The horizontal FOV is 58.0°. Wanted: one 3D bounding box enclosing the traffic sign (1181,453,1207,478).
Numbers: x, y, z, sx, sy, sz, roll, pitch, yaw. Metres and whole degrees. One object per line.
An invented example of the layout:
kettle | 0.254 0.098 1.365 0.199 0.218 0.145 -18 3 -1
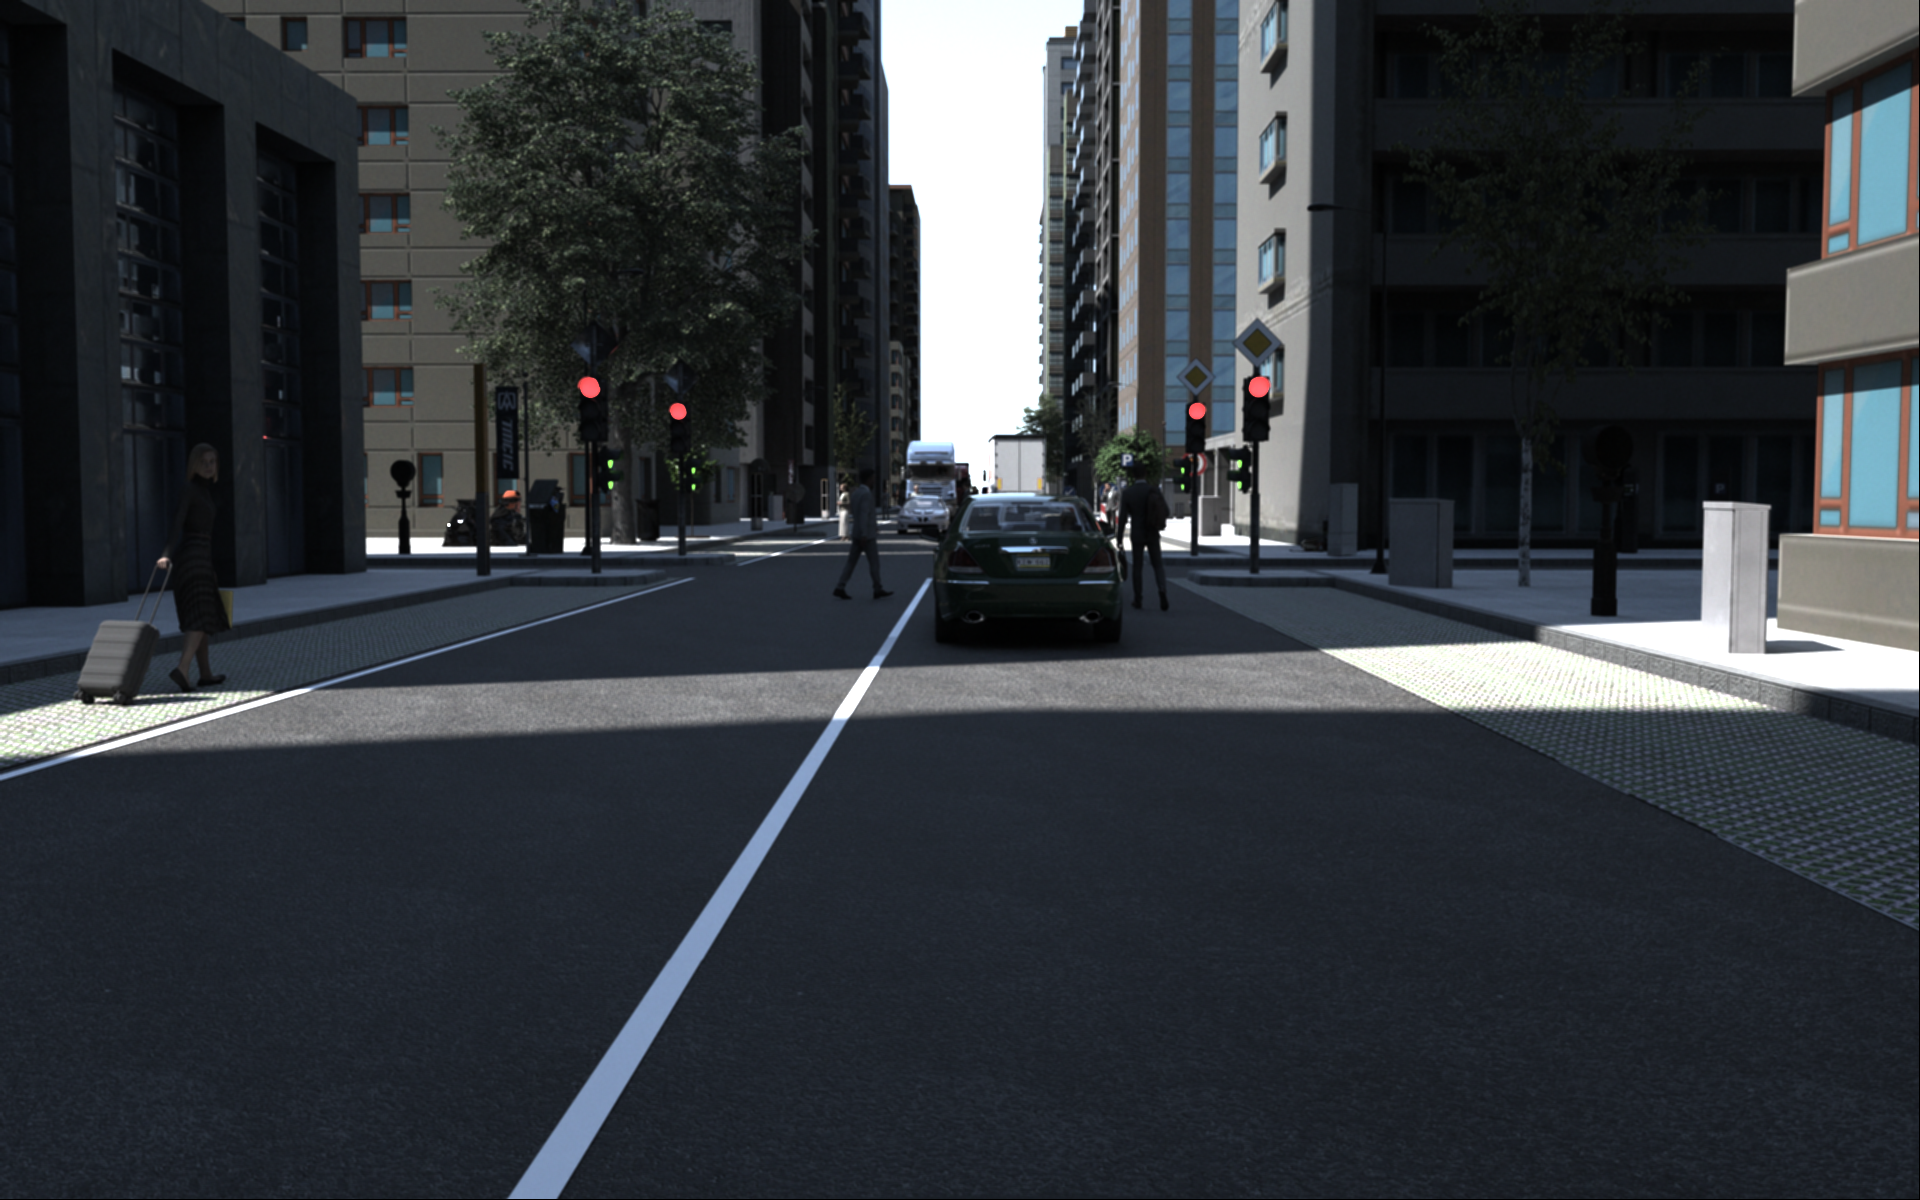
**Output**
traffic sign | 6.752 -3.057 50.084 0.768 2.556 0.104 0 4 2

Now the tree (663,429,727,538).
tree | -7.918 -3.420 50.513 1.663 3.219 1.824 0 3 0

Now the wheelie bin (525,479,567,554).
wheelie bin | -8.910 -1.796 37.273 0.980 1.594 0.693 2 4 29

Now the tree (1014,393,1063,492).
tree | 9.441 -16.852 193.662 7.486 12.596 7.792 0 3 0

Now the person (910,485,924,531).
person | -1.716 -3.523 66.592 0.782 1.767 0.515 0 4 1

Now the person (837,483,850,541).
person | -3.579 -2.691 53.045 0.362 1.759 0.519 -2 4 -31

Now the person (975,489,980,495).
person | 1.027 -5.218 94.645 0.643 1.720 0.563 1 4 18

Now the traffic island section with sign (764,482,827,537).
traffic island section with sign | -5.513 -3.032 58.206 1.989 1.847 2.006 0 4 1

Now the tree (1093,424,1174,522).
tree | 7.954 -5.818 78.835 4.285 4.588 4.351 0 3 0

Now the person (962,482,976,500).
person | 0.277 -2.990 57.343 0.822 1.834 0.622 0 4 -1

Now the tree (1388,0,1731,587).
tree | 8.069 -4.489 23.758 4.737 8.622 4.395 0 3 0

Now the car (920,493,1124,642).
car | 0.637 -0.391 18.197 2.131 1.459 4.920 0 4 -1

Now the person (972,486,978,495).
person | 0.873 -4.052 74.965 0.699 1.804 1.509 -3 4 -38

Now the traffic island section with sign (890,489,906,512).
traffic island section with sign | -4.434 -7.767 135.622 1.989 1.847 2.006 0 4 1

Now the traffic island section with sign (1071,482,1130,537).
traffic island section with sign | 4.872 -3.054 58.554 1.989 1.847 2.006 0 4 1

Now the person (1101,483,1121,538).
person | 4.896 -2.905 56.185 0.592 1.802 0.473 3 5 41

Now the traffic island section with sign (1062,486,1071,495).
traffic island section with sign | 5.244 -4.702 85.507 1.989 1.847 2.006 0 4 1

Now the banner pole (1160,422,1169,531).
banner pole | 7.077 -4.298 60.283 0.401 3.779 0.863 0 4 4

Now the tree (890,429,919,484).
tree | -6.103 -14.571 188.605 4.360 8.622 3.978 0 3 0

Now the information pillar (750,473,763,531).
information pillar | -7.154 -3.451 60.916 0.304 2.012 0.304 -3 5 -41

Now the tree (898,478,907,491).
tree | -6.060 -11.623 184.635 1.663 3.219 1.824 0 3 0

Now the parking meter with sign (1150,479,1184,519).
parking meter with sign | 10.511 -5.611 88.002 1.738 3.016 0.543 -1 4 -9

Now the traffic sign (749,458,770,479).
traffic sign | -7.138 -3.761 61.606 0.768 2.556 0.104 1 4 11

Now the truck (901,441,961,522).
truck | -1.479 -6.363 93.799 2.967 4.110 18.799 0 4 0

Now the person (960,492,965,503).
person | 0.230 -8.541 149.617 0.415 1.643 0.593 2 4 32

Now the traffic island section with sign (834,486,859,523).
traffic island section with sign | -5.129 -4.681 85.159 1.989 1.847 2.006 0 4 1

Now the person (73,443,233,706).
person | -5.690 -0.221 12.339 0.699 1.804 1.509 1 4 19

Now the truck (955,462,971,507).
truck | -0.392 -10.195 155.608 2.839 4.237 11.283 0 4 0

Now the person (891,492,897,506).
person | -7.188 -11.255 193.341 1.217 1.723 0.721 3 4 36

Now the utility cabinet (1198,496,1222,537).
utility cabinet | 7.539 -2.532 52.564 0.306 1.237 1.020 3 5 44

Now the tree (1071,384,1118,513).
tree | 9.411 -10.191 116.991 4.360 8.622 3.978 0 3 0

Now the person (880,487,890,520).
person | -4.093 -5.241 94.374 0.511 1.800 0.466 1 4 11

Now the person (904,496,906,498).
person | -3.968 -8.071 140.477 1.348 1.821 0.705 0 4 -4

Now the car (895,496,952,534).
car | -1.314 -3.121 63.395 2.083 1.381 4.827 0 3 0

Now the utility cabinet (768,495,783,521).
utility cabinet | -8.863 -4.405 83.182 0.306 1.237 1.020 1 4 22

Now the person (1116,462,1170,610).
person | 2.280 -0.799 21.521 0.622 1.834 0.822 -1 4 -9

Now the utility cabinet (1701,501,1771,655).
utility cabinet | 6.411 -0.194 14.327 0.306 1.237 1.020 1 4 11

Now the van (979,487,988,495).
van | 2.601 -8.367 141.176 2.240 2.365 5.245 0 4 0

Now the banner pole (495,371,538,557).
banner pole | -9.105 -2.781 35.487 0.863 3.779 0.401 0 4 3

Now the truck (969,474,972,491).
truck | 0.325 -15.847 248.005 2.839 4.237 11.283 0 4 0

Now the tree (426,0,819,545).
tree | -8.473 -8.385 43.751 9.857 13.997 8.962 0 3 0

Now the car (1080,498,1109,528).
car | 1.163 -0.779 24.741 2.014 1.417 4.499 0 4 0

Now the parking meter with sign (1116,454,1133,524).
parking meter with sign | 7.105 -4.852 75.589 0.543 3.016 1.738 0 4 -7

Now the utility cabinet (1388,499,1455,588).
utility cabinet | 6.390 -0.786 24.005 0.306 1.237 1.020 -2 4 -26

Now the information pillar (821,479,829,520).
information pillar | -6.755 -5.044 86.965 0.304 2.012 0.304 1 4 20

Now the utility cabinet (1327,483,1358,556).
utility cabinet | 7.928 -1.666 35.913 0.318 1.500 1.173 2 4 28

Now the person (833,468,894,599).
person | -1.332 -0.910 23.661 0.850 1.792 0.678 -2 4 -28

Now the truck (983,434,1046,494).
truck | 2.690 -5.966 86.462 2.839 4.237 11.283 0 4 -1

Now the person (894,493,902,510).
person | -4.864 -7.839 137.469 0.742 1.727 0.445 -2 4 -24
